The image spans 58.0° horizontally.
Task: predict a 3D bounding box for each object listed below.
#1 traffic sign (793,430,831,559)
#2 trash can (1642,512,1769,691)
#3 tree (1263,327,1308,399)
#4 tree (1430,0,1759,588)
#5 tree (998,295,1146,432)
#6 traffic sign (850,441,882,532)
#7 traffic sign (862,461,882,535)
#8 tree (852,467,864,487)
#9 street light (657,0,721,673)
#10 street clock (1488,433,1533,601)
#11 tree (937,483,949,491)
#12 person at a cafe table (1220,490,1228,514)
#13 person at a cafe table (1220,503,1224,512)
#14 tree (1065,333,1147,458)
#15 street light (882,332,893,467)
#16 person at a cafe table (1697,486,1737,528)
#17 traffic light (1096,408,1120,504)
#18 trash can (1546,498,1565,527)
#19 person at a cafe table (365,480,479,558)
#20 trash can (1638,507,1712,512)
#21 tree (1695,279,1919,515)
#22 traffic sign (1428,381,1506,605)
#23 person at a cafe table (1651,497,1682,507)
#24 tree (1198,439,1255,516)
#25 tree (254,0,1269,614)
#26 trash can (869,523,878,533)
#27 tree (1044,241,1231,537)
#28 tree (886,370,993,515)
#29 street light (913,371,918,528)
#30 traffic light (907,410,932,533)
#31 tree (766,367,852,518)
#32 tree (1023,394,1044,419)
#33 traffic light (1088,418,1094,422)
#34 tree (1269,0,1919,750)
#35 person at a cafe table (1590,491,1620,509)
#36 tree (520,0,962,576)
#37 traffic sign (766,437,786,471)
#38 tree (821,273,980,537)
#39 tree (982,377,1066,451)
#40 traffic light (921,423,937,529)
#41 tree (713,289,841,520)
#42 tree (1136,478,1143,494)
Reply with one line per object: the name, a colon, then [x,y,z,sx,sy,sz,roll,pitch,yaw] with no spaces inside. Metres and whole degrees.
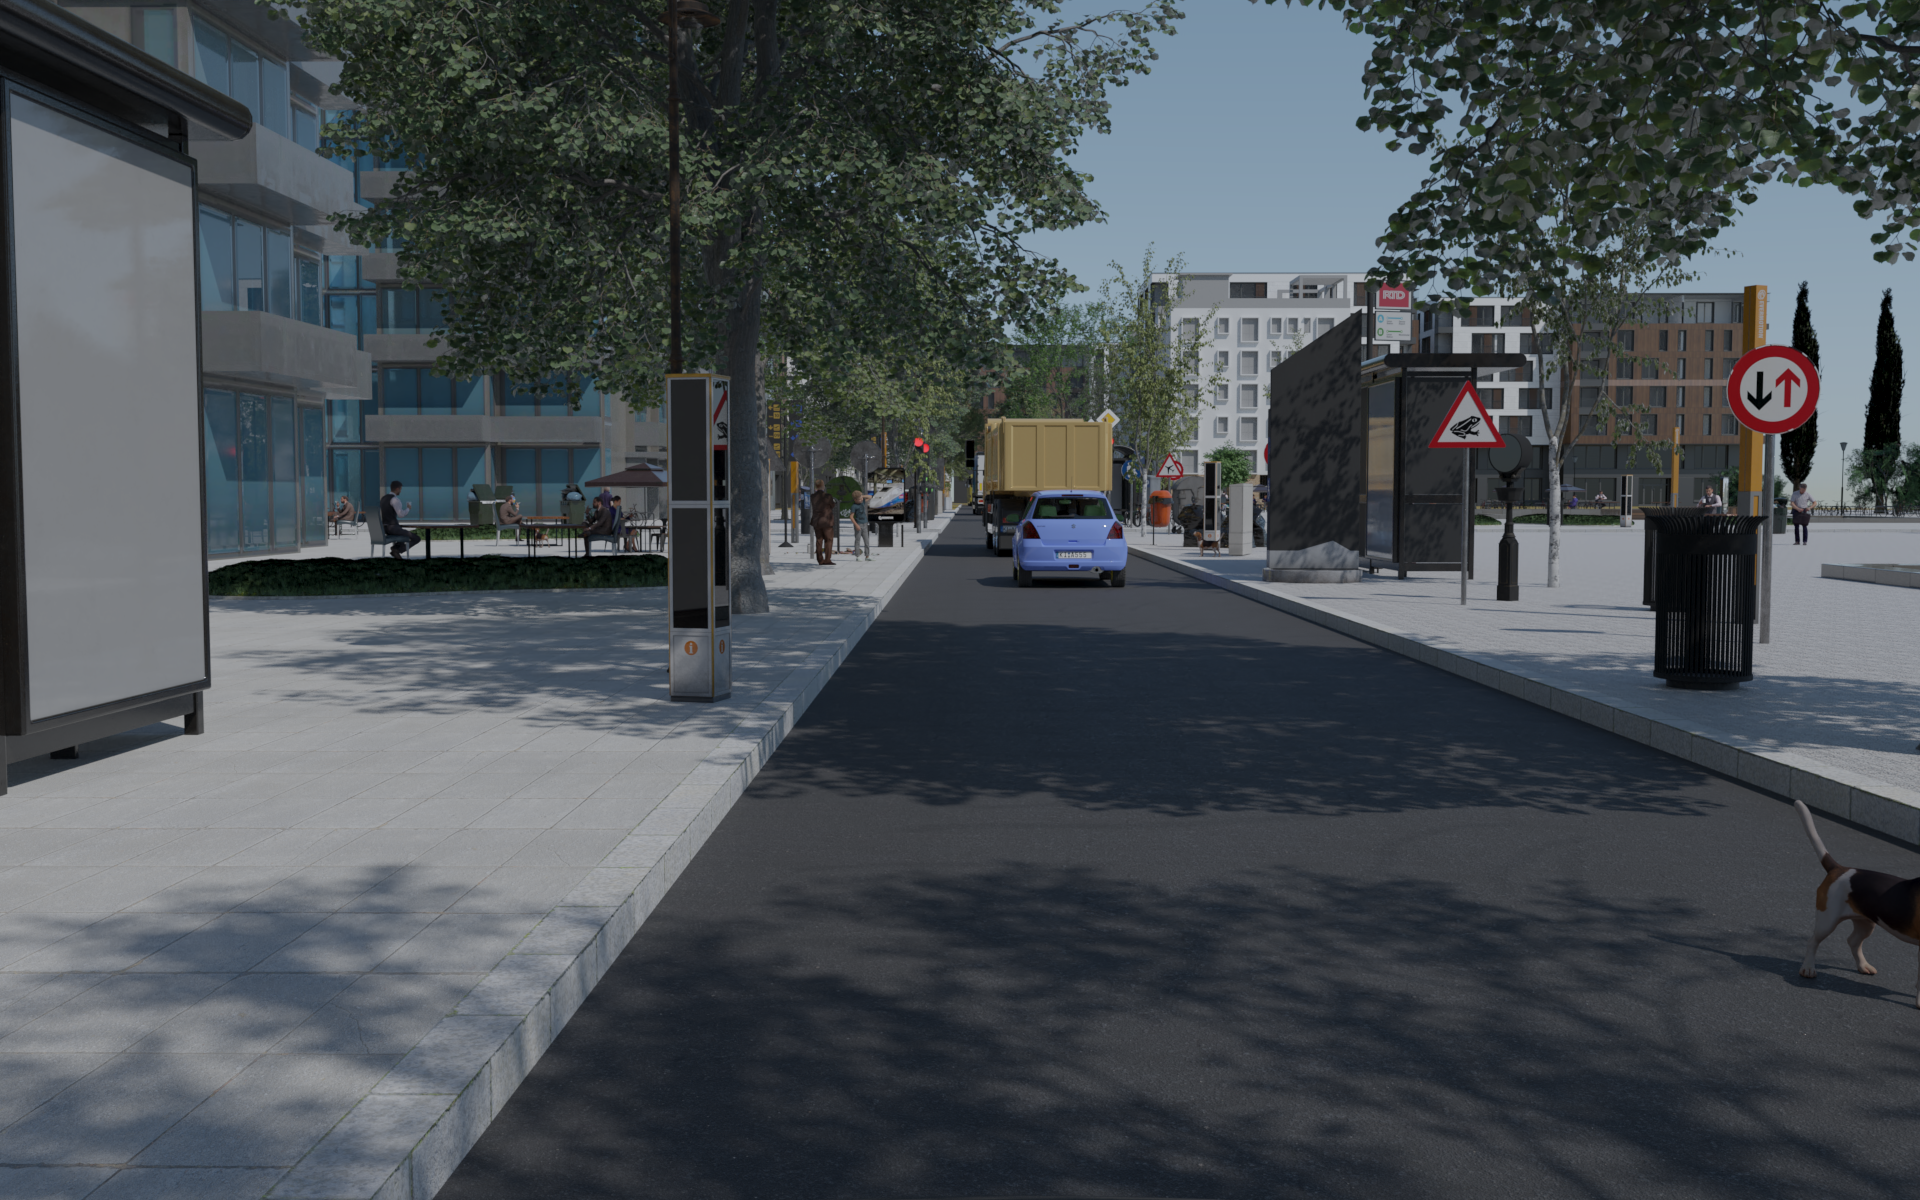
traffic sign: [-2.927,-2.085,34.197,0.768,2.556,0.104,0,4,6]
trash can: [4.942,0.010,11.496,0.748,1.137,0.748,0,3,0]
tree: [15.266,-7.676,75.872,4.737,8.622,4.395,0,3,0]
tree: [8.180,-4.463,23.328,4.360,8.622,3.978,0,3,0]
tree: [5.756,-9.981,88.940,9.928,11.665,9.643,0,3,0]
traffic sign: [-2.243,-2.522,41.333,0.768,2.556,0.104,0,4,4]
traffic sign: [-2.620,-3.309,54.109,0.884,2.594,0.081,0,4,1]
tree: [-9.005,-10.645,124.412,4.360,8.622,3.978,0,3,0]
street light: [-2.023,-2.417,12.305,0.468,5.910,1.993,0,4,0]
street clock: [6.586,-0.991,20.768,0.358,2.002,0.471,-3,4,-37]
tree: [-2.054,-9.980,157.767,1.663,3.219,1.824,0,3,0]
person at a cafe table: [17.493,-6.466,114.237,1.698,1.524,1.622,1,4,20]
person at a cafe table: [15.199,-5.851,106.522,1.726,1.238,1.698,-2,4,-24]
tree: [6.666,-7.940,80.179,4.360,8.622,3.978,0,3,0]
street light: [-1.926,-4.325,43.501,0.468,5.910,1.993,0,4,0]
person at a cafe table: [21.086,-2.479,49.049,1.698,1.524,1.622,3,5,40]
traffic light: [4.796,-4.127,56.396,0.839,4.253,0.868,0,4,0]
trash can: [23.178,-3.414,67.467,0.748,1.137,0.748,0,3,0]
person at a cafe table: [-9.815,-1.378,31.049,1.698,1.524,1.622,3,5,39]
trash can: [7.824,-0.449,18.993,0.748,1.137,0.748,0,3,0]
tree: [57.364,-12.704,109.526,18.604,14.587,13.155,0,4,4]
traffic sign: [5.825,-1.221,19.963,0.884,2.594,0.081,0,4,1]
person at a cafe table: [48.959,-6.649,119.576,1.698,1.238,1.726,-1,4,-9]
tree: [15.872,-7.298,103.043,4.285,4.588,4.351,0,3,0]
tree: [-2.518,-6.832,18.364,9.857,13.997,8.962,0,3,0]
trash can: [-2.668,-2.747,56.565,0.748,1.137,0.748,0,3,0]
tree: [5.686,-6.191,51.578,4.737,8.622,4.395,0,3,0]
tree: [-1.211,-10.448,105.239,7.601,10.594,8.767,-3,5,-41]
street light: [-1.673,-5.626,64.775,0.468,5.910,1.993,0,4,0]
traffic light: [-1.325,-4.128,56.418,0.839,4.253,0.868,0,4,0]
tree: [-8.408,-8.813,94.458,4.360,8.622,3.978,0,3,0]
tree: [6.427,-10.784,126.673,4.737,8.622,4.395,0,3,0]
traffic light: [4.846,-4.615,64.381,0.839,4.253,0.868,0,4,0]
tree: [5.036,-6.199,8.006,9.857,13.997,8.962,0,3,0]
person at a cafe table: [45.606,-6.994,122.860,1.698,1.524,1.622,0,4,-7]
tree: [-3.610,-6.661,27.039,7.486,12.596,7.792,0,3,0]
traffic sign: [-4.415,-2.423,39.617,0.884,2.594,0.081,0,4,4]
tree: [-1.594,-6.154,50.978,4.737,8.622,4.395,0,3,0]
tree: [6.195,-14.993,162.143,9.611,12.733,9.660,0,3,0]
traffic light: [-1.276,-4.617,64.403,0.839,4.253,0.868,0,4,0]
tree: [-8.640,-9.807,86.094,9.928,11.665,9.643,0,3,0]
tree: [13.916,-8.635,135.779,1.663,3.219,1.824,0,3,0]
